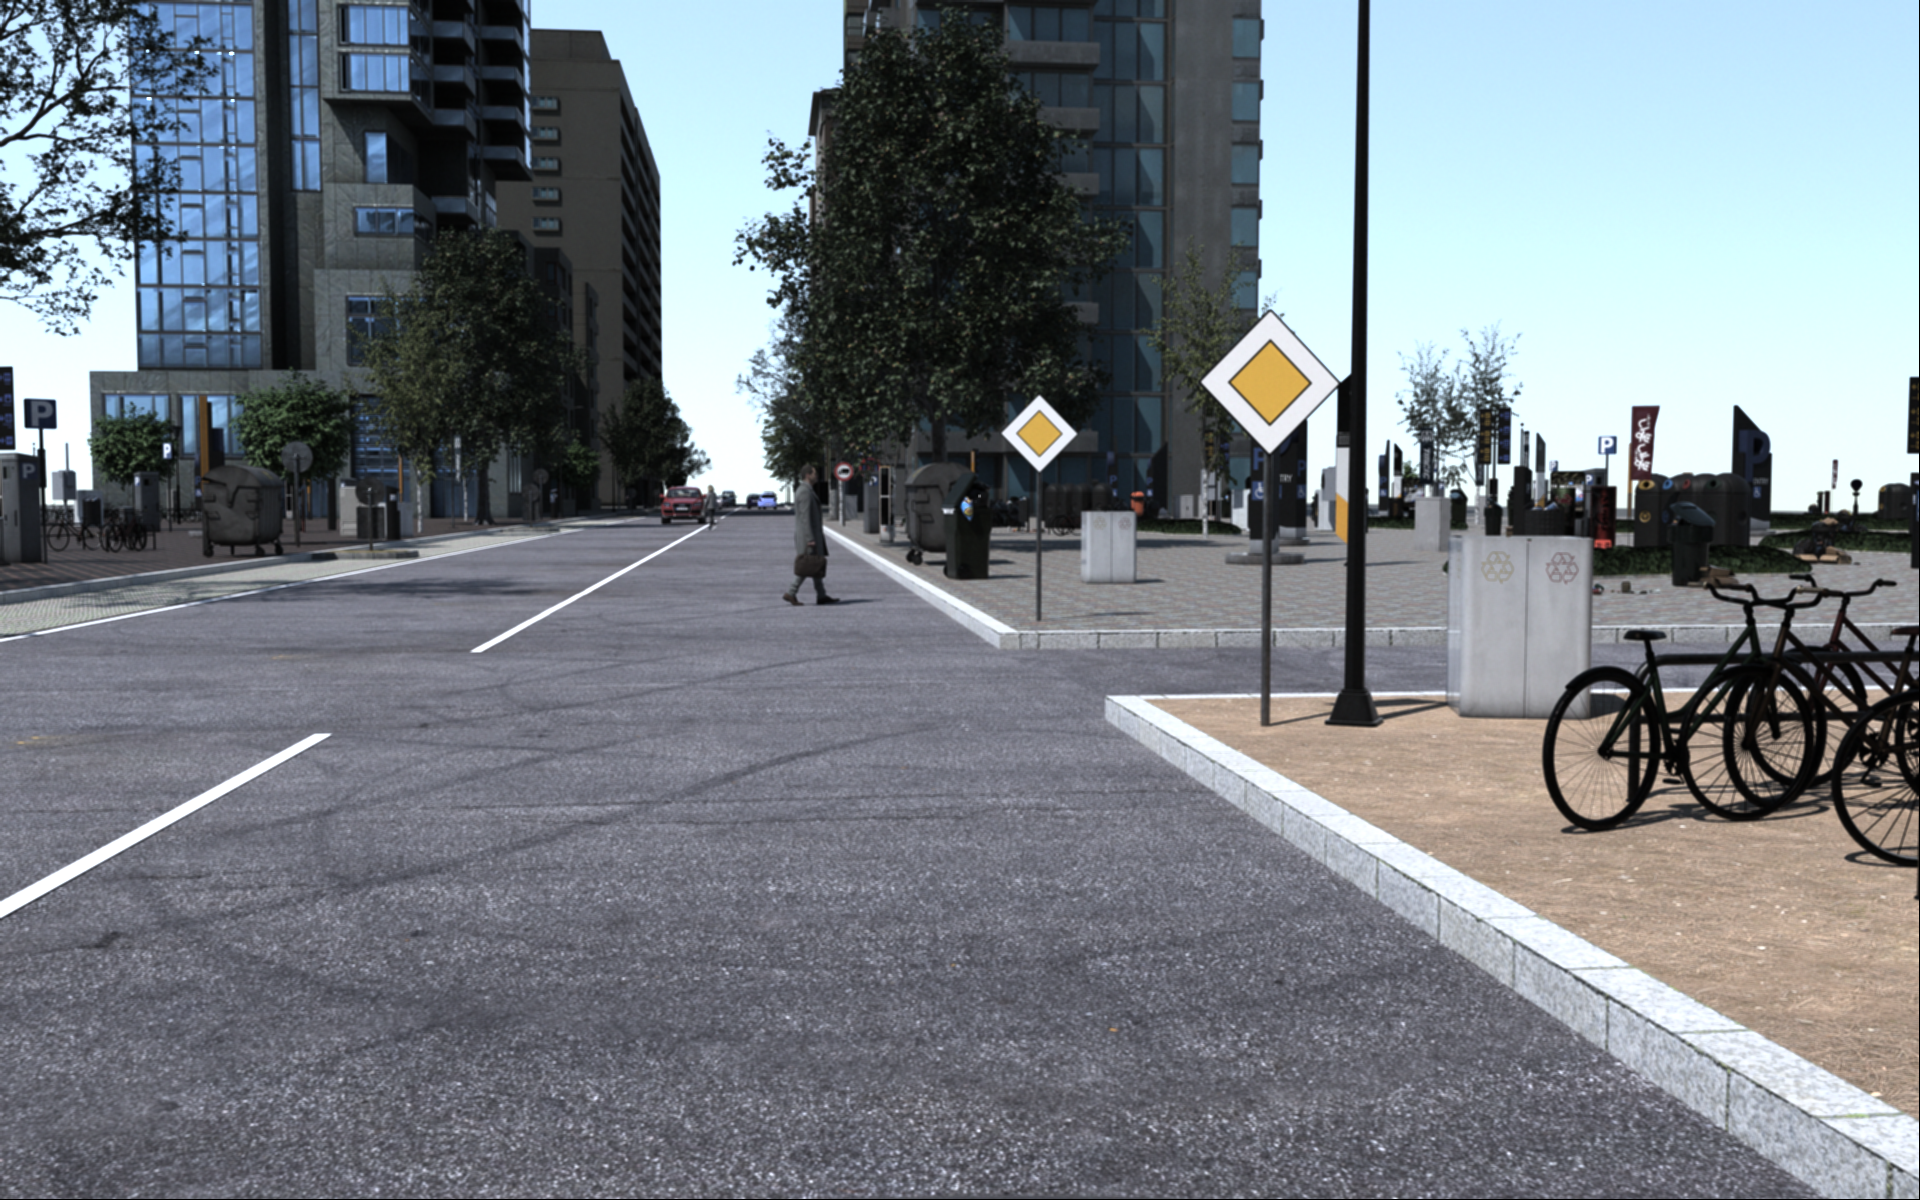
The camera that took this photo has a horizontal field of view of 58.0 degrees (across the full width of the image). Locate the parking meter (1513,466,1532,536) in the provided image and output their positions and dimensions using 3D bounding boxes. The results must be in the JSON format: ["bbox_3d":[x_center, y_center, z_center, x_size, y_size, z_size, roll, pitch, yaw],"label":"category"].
[{"bbox_3d":[11.751,-1.864,36.183,0.255,1.863,0.399,3,5,43],"label":"parking meter"}]

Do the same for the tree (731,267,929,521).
[{"bbox_3d":[-5.742,-10.591,83.538,12.009,13.543,11.850,0,3,0],"label":"tree"}]

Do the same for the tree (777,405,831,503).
[{"bbox_3d":[-10.670,-10.484,121.779,4.737,8.622,4.395,0,3,0],"label":"tree"}]

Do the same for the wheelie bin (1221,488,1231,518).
[{"bbox_3d":[14.282,-5.179,92.577,0.693,1.594,0.980,-1,4,-12],"label":"wheelie bin"}]

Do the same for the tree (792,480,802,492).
[{"bbox_3d":[-18.301,-12.356,196.618,1.663,3.219,1.824,0,3,0],"label":"tree"}]

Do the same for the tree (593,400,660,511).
[{"bbox_3d":[-25.985,-11.172,133.025,4.737,8.622,4.395,0,3,0],"label":"tree"}]

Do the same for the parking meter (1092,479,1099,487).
[{"bbox_3d":[5.331,-3.824,68.237,0.255,1.863,0.399,0,4,1],"label":"parking meter"}]

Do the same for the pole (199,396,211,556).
[{"bbox_3d":[-15.678,-2.576,35.967,0.158,3.312,0.155,0,3,0],"label":"pole"}]

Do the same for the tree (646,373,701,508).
[{"bbox_3d":[-29.559,-15.145,164.627,9.611,12.733,9.660,0,3,0],"label":"tree"}]

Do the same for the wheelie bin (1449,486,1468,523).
[{"bbox_3d":[19.279,-3.612,66.960,0.693,1.594,0.980,1,4,18],"label":"wheelie bin"}]

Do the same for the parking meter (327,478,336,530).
[{"bbox_3d":[-22.422,-3.429,61.782,0.255,1.863,0.399,-2,4,-26],"label":"parking meter"}]

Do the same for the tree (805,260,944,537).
[{"bbox_3d":[-1.887,-6.181,51.419,4.360,8.622,3.978,0,3,0],"label":"tree"}]

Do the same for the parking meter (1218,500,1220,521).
[{"bbox_3d":[10.137,-3.696,68.840,0.372,1.533,0.369,0,3,0],"label":"parking meter"}]

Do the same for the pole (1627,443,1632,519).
[{"bbox_3d":[26.991,-4.643,69.754,0.158,3.312,0.155,0,3,0],"label":"pole"}]

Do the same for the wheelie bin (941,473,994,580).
[{"bbox_3d":[0.120,-1.119,26.204,0.693,1.594,0.980,-1,4,-20],"label":"wheelie bin"}]

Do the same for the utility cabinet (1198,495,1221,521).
[{"bbox_3d":[11.654,-4.259,80.803,1.020,1.237,0.306,1,4,19],"label":"utility cabinet"}]

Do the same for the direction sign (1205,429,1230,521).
[{"bbox_3d":[8.979,-4.199,60.643,0.876,3.537,0.379,0,4,7],"label":"direction sign"}]

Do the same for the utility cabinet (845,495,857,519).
[{"bbox_3d":[-5.878,-4.853,90.514,1.020,1.237,0.306,-2,4,-30],"label":"utility cabinet"}]

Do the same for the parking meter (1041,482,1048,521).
[{"bbox_3d":[4.228,-4.976,87.069,0.399,1.863,0.255,-3,5,-44],"label":"parking meter"}]

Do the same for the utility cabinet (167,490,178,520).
[{"bbox_3d":[-39.270,-4.758,86.472,0.318,1.500,1.173,-1,4,-11],"label":"utility cabinet"}]

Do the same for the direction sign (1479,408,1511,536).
[{"bbox_3d":[14.085,-3.283,45.671,0.876,3.537,0.379,3,5,43],"label":"direction sign"}]

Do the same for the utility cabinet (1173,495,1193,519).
[{"bbox_3d":[11.613,-4.827,90.075,1.020,1.237,0.306,-1,4,-10],"label":"utility cabinet"}]

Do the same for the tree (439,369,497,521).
[{"bbox_3d":[-23.455,-8.040,81.816,4.360,8.622,3.978,0,3,0],"label":"tree"}]

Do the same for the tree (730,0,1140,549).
[{"bbox_3d":[-0.503,-7.550,40.449,9.611,12.733,9.660,0,3,0],"label":"tree"}]

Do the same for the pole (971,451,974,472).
[{"bbox_3d":[0.610,-5.451,82.969,0.158,3.312,0.155,0,3,0],"label":"pole"}]

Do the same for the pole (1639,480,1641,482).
[{"bbox_3d":[24.541,-4.193,62.399,0.158,3.312,0.155,0,3,0],"label":"pole"}]

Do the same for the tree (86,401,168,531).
[{"bbox_3d":[-29.225,-4.751,61.385,4.285,4.588,4.351,0,3,0],"label":"tree"}]

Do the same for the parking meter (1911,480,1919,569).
[{"bbox_3d":[16.623,-1.311,29.846,0.372,1.533,0.369,0,3,0],"label":"parking meter"}]

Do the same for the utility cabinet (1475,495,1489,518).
[{"bbox_3d":[28.151,-4.996,92.843,1.020,1.237,0.306,0,4,5],"label":"utility cabinet"}]

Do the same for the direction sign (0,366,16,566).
[{"bbox_3d":[-17.197,-2.378,30.882,0.876,3.537,0.379,1,4,16],"label":"direction sign"}]

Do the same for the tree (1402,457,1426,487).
[{"bbox_3d":[23.037,-5.778,89.065,1.663,3.219,1.824,0,3,0],"label":"tree"}]

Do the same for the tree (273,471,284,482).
[{"bbox_3d":[-27.802,-4.578,69.449,1.663,3.219,1.824,0,3,0],"label":"tree"}]

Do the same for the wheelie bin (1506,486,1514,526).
[{"bbox_3d":[22.439,-3.776,69.653,0.693,1.594,0.980,-3,4,-38],"label":"wheelie bin"}]

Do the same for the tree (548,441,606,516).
[{"bbox_3d":[-22.324,-7.185,101.183,4.285,4.588,4.351,0,3,0],"label":"tree"}]

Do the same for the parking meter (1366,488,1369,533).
[{"bbox_3d":[13.247,-2.973,57.012,0.372,1.533,0.369,0,3,0],"label":"parking meter"}]

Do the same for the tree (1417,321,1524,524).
[{"bbox_3d":[21.942,-7.529,73.464,4.360,8.622,3.978,0,3,0],"label":"tree"}]

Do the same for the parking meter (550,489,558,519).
[{"bbox_3d":[-21.305,-5.045,90.900,0.372,1.533,0.369,0,3,0],"label":"parking meter"}]

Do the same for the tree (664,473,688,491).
[{"bbox_3d":[-35.289,-14.105,214.329,4.285,4.588,4.351,0,3,0],"label":"tree"}]

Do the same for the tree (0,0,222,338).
[{"bbox_3d":[-13.665,-5.353,21.939,8.767,10.594,7.601,-1,4,-15],"label":"tree"}]

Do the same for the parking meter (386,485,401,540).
[{"bbox_3d":[-15.879,-2.453,48.520,0.372,1.533,0.369,0,3,0],"label":"parking meter"}]

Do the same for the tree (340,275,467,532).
[{"bbox_3d":[-18.183,-6.552,57.482,4.737,8.622,4.395,0,3,0],"label":"tree"}]

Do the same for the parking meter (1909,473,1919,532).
[{"bbox_3d":[26.079,-2.534,47.150,0.399,1.863,0.255,-2,4,-26],"label":"parking meter"}]

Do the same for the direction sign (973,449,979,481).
[{"bbox_3d":[0.785,-5.782,86.529,0.379,3.537,0.876,1,4,17],"label":"direction sign"}]

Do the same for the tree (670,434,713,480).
[{"bbox_3d":[-39.129,-19.067,246.160,8.767,10.594,7.601,0,4,-3],"label":"tree"}]

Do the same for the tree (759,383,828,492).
[{"bbox_3d":[-16.762,-15.740,175.477,7.486,12.596,7.792,0,3,0],"label":"tree"}]

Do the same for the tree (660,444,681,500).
[{"bbox_3d":[-31.603,-14.229,183.004,4.737,8.622,4.395,0,3,0],"label":"tree"}]

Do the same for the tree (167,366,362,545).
[{"bbox_3d":[-17.033,-3.720,44.535,4.285,4.588,4.351,0,3,0],"label":"tree"}]

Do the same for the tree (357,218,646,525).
[{"bbox_3d":[-20.047,-9.504,72.405,9.611,12.733,9.660,0,3,0],"label":"tree"}]

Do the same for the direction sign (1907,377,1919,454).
[{"bbox_3d":[18.762,-2.540,33.519,0.876,3.537,0.379,0,4,-1],"label":"direction sign"}]

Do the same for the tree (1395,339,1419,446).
[{"bbox_3d":[22.355,-8.036,81.748,4.360,8.622,3.978,0,3,0],"label":"tree"}]

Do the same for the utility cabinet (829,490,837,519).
[{"bbox_3d":[-6.419,-4.897,88.741,0.318,1.500,1.173,1,4,11],"label":"utility cabinet"}]

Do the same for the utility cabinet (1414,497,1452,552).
[{"bbox_3d":[10.618,-1.697,38.902,0.306,1.237,1.020,-1,4,-18],"label":"utility cabinet"}]

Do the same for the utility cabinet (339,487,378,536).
[{"bbox_3d":[-18.094,-2.661,52.185,1.173,1.500,0.318,1,4,15],"label":"utility cabinet"}]

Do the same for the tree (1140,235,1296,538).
[{"bbox_3d":[7.372,-6.099,50.077,4.737,8.622,4.395,0,3,0],"label":"tree"}]
